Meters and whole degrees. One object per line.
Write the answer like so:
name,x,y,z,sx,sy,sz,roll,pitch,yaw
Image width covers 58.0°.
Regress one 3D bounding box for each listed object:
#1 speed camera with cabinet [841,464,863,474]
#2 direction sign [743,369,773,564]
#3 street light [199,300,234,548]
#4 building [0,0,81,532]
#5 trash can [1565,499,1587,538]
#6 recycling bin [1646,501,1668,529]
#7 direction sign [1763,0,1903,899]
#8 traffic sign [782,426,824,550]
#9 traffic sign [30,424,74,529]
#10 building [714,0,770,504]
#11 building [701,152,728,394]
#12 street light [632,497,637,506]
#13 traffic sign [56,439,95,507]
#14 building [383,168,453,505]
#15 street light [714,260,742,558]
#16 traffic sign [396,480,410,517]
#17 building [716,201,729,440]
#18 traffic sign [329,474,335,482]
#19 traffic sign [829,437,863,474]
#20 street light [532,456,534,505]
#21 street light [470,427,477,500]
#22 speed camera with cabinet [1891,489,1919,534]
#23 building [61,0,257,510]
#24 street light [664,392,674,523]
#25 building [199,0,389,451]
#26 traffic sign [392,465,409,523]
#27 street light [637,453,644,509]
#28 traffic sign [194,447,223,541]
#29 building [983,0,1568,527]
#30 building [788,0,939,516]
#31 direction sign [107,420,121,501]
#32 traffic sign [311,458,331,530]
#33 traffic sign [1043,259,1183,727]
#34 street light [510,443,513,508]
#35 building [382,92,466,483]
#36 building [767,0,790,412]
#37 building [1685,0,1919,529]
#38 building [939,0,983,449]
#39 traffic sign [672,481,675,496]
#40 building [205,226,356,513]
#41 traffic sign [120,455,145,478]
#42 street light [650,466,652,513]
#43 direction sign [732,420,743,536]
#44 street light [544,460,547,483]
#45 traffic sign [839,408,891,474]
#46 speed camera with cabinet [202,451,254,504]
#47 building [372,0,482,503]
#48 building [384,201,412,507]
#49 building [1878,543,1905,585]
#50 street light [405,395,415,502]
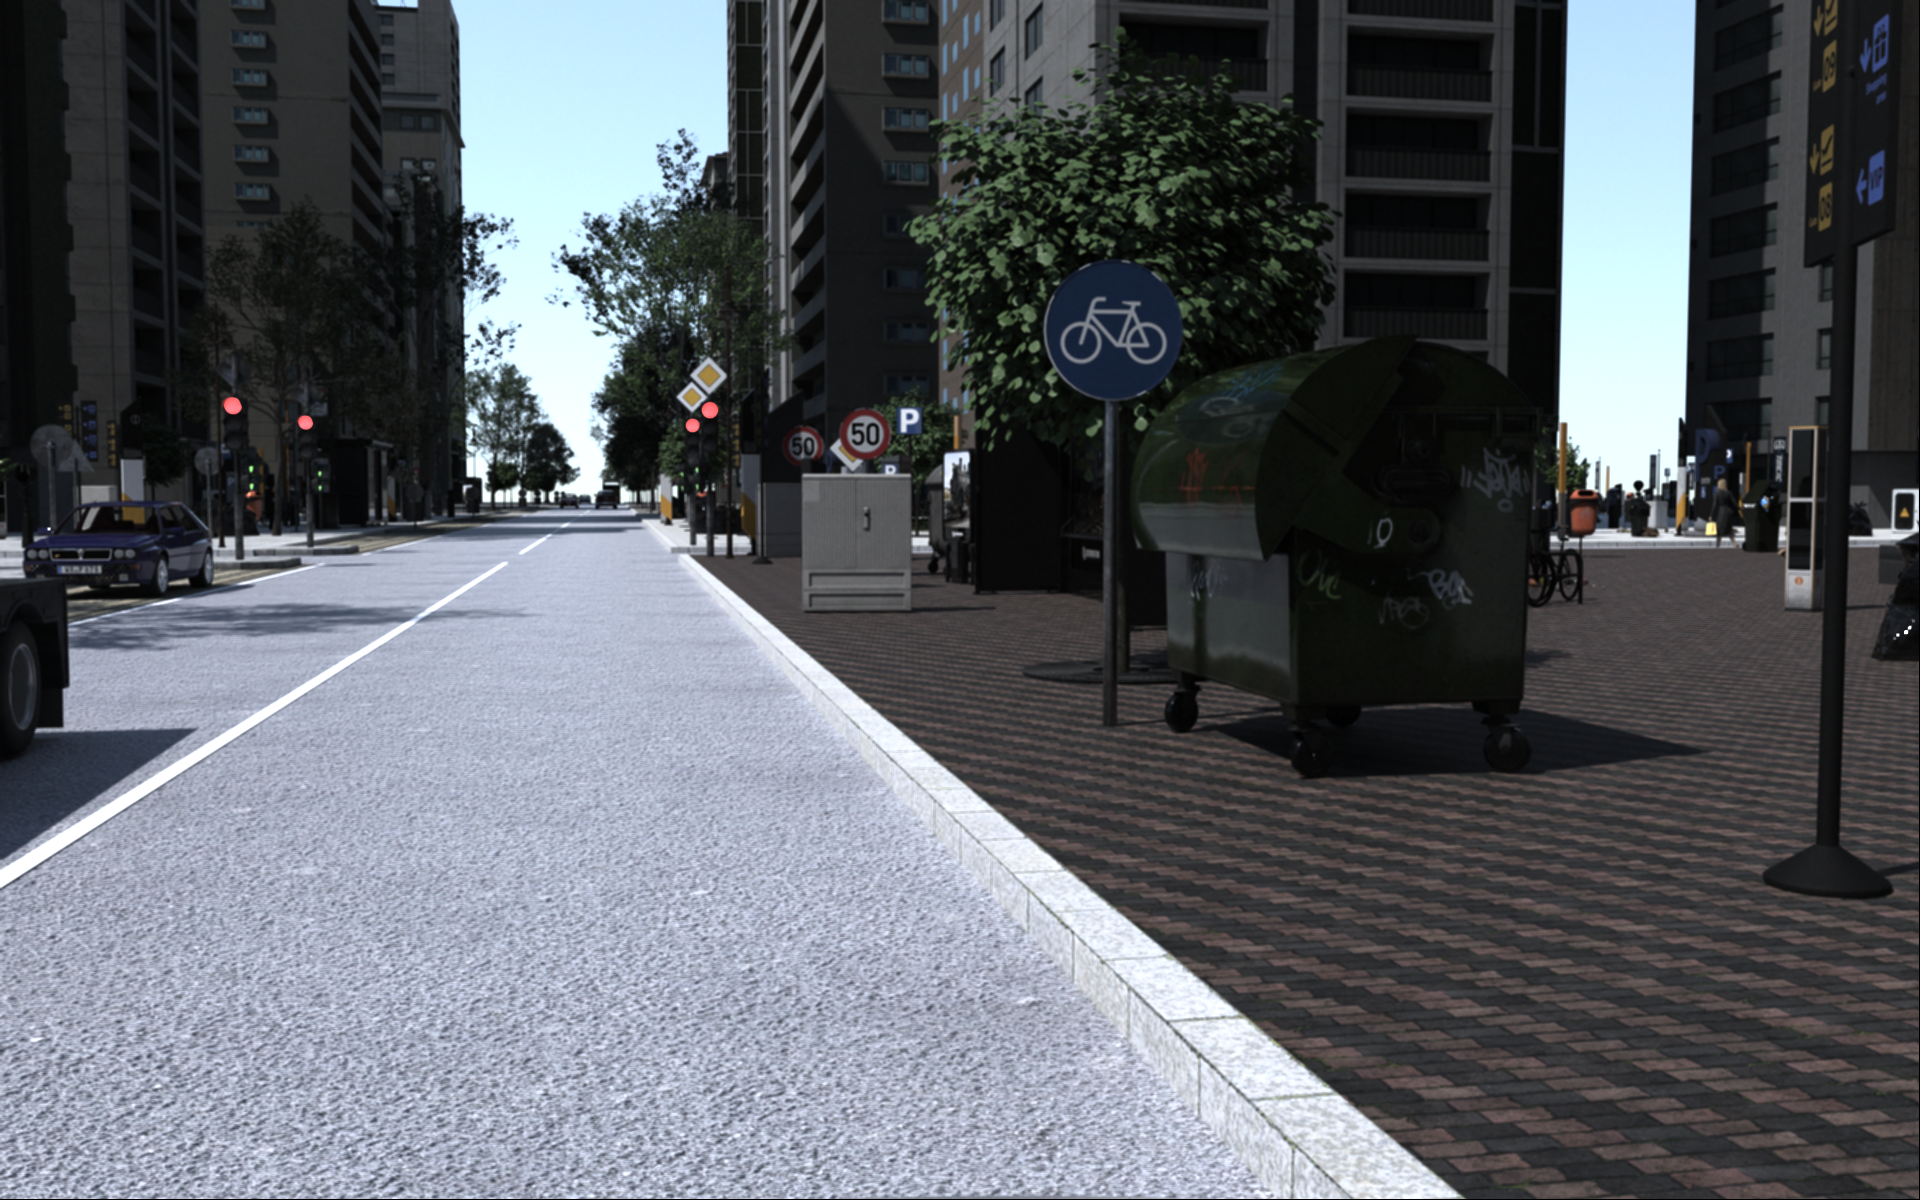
speed camera with cabinet,-2.719,-3.706,54.934,2.038,3.252,0.660,-1,4,-23
direction sign,-3.640,-2.435,31.805,0.379,3.537,0.876,0,4,8
street light,-17.702,-4.194,41.366,0.468,5.910,1.993,-1,4,-11
building,-37.665,-17.289,54.372,14.160,30.474,14.107,-1,4,-11
trash can,18.135,-2.403,50.944,0.748,1.137,0.748,0,3,0
recycling bin,25.599,-3.143,63.936,0.722,1.027,0.722,-2,4,-31
direction sign,2.838,-0.830,5.565,0.379,3.537,0.876,1,4,12
traffic sign,-2.930,-1.975,32.395,0.768,2.556,0.104,0,4,-6
traffic sign,-16.622,-1.933,31.710,0.768,2.556,0.104,0,4,-4
building,-21.401,-48.143,225.389,20.563,71.187,20.611,-1,4,-11
building,-24.462,-41.295,264.417,28.713,52.752,27.495,-1,4,-11
street light,-35.652,-13.354,191.117,0.468,5.910,1.993,-1,4,-11
traffic sign,-20.816,-2.493,40.768,0.884,2.594,0.081,0,4,-2
building,-70.026,-32.254,210.950,14.154,41.232,14.086,-1,4,-11
street light,-4.594,-3.768,34.394,0.468,5.910,1.993,-1,4,-11
traffic sign,-28.230,-5.355,87.556,0.884,2.594,0.081,-1,4,-9
building,-27.071,-34.220,243.094,14.154,41.232,14.086,-1,4,-11
traffic sign,-27.103,-4.536,74.162,0.884,2.594,0.081,-1,4,-11
traffic sign,-1.791,-1.693,28.866,0.795,2.450,0.064,-1,4,-11
street light,-48.819,-13.773,197.967,0.468,5.910,1.993,-1,4,-11
street light,-32.806,-8.823,117.046,0.468,5.910,1.993,-1,4,-11
speed camera with cabinet,31.373,-3.782,56.171,0.660,3.252,2.038,-2,4,-29
building,-45.598,-39.336,81.391,20.563,71.187,20.611,-1,4,-11
street light,-13.082,-6.429,77.902,0.468,5.910,1.993,-1,4,-11
building,-61.884,-32.109,148.691,21.300,48.544,21.600,-1,4,-11
traffic sign,-24.887,-4.710,77.119,0.768,2.556,0.104,0,4,-2
street light,-28.012,-11.005,152.716,0.468,5.910,1.993,-1,4,-11
traffic sign,-20.242,-2.849,46.682,0.768,2.556,0.104,0,4,-3
building,12.971,-38.354,65.347,20.611,71.187,20.563,-1,4,-11
building,0.829,-29.727,109.737,21.300,48.544,21.600,-1,4,-11
direction sign,-25.691,-3.727,52.940,0.876,3.537,0.379,1,4,22
traffic sign,-22.541,-3.724,60.989,0.768,2.556,0.104,0,4,-2
traffic sign,0.831,-0.575,9.510,0.768,2.556,0.104,0,4,-5
street light,-40.297,-11.170,155.409,0.468,5.910,1.993,-1,4,-11
building,-81.100,-39.192,230.023,28.713,52.752,27.495,-1,4,-11
building,-5.970,-37.134,149.139,21.231,58.520,28.212,-1,4,-11
building,38.704,-18.073,67.202,14.107,30.474,14.160,-1,4,-11
building,7.041,-26.581,84.711,14.600,45.320,14.200,-1,4,-11
traffic sign,-19.267,-7.079,115.842,0.768,2.556,0.104,-1,4,-11
building,-60.026,-17.073,124.190,27.650,21.520,28.899,-1,4,-11
traffic sign,-21.539,-2.630,45.128,0.606,2.300,0.079,-1,4,-11
street light,-20.830,-8.803,116.720,0.468,5.910,1.993,-1,4,-11
direction sign,-6.686,-3.745,53.231,0.876,3.537,0.379,3,4,39
street light,-56.455,-16.100,236.030,0.468,5.910,1.993,-1,4,-11
traffic sign,-1.405,-1.571,25.786,0.768,2.556,0.104,0,4,-3
speed camera with cabinet,-30.642,-4.782,72.526,0.660,3.252,2.038,2,4,33
building,-81.557,-49.898,254.078,20.563,71.187,20.611,-1,4,-11
building,-61.476,-24.237,167.977,14.160,30.474,14.107,-1,4,-11
building,24.768,-28.879,14.166,21.231,58.520,28.212,-1,4,-11
street light,-25.185,-6.534,79.626,0.468,5.910,1.993,-1,4,-11
